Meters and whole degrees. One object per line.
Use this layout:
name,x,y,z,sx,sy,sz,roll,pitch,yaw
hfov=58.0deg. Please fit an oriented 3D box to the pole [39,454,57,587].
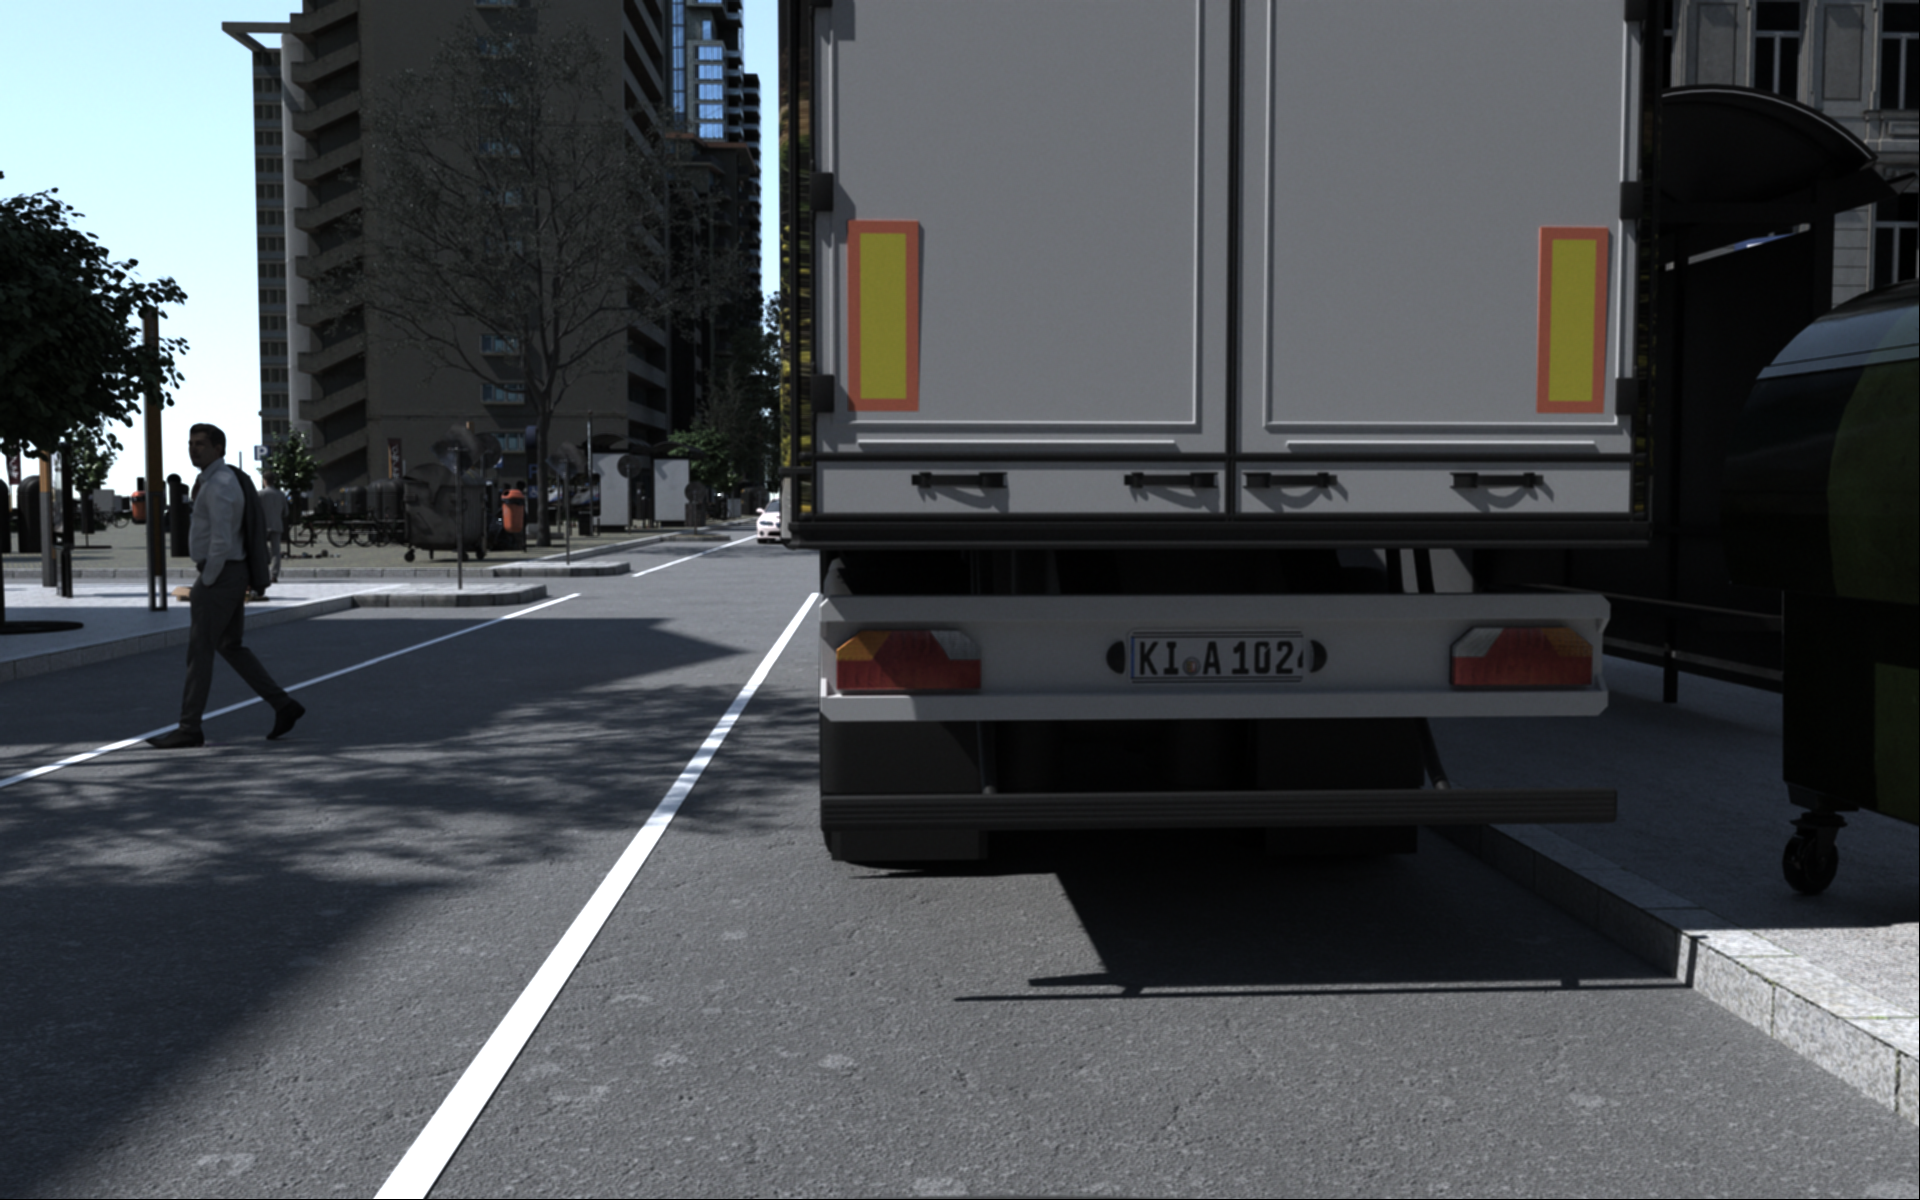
pole,-12.574,-1.837,23.872,0.158,3.312,0.155,0,3,0

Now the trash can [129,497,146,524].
trash can,-34.911,-3.794,73.688,0.748,1.137,0.748,0,3,0

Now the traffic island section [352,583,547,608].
traffic island section,-6.758,-0.065,23.346,2.009,0.180,2.903,0,4,-2

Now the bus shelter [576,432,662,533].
bus shelter,-11.706,-4.013,59.536,2.014,3.302,5.546,0,4,-3

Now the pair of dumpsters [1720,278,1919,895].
pair of dumpsters,3.347,-0.062,3.512,1.574,2.255,4.437,0,4,-2

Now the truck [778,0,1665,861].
truck,0.394,-1.305,10.247,2.839,4.237,11.283,0,4,-3

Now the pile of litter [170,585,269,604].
pile of litter,-8.883,-0.420,20.828,1.176,0.858,1.719,-1,4,-8

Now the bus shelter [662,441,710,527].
bus shelter,-11.282,-4.612,69.334,2.014,3.302,5.546,0,4,-2

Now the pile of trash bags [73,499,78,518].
pile of trash bags,-44.657,-4.638,85.584,1.912,1.369,3.447,-2,4,-27

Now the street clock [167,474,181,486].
street clock,-27.728,-3.460,61.144,0.471,2.002,0.358,-2,4,-26

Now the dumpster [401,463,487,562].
dumpster,-9.907,-1.683,33.272,1.264,1.857,1.865,0,4,-3

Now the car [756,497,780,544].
car,-4.975,-2.403,51.651,2.083,1.381,4.827,0,4,-1

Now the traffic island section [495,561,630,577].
traffic island section,-7.107,-0.553,31.324,2.009,0.180,2.903,0,4,-2

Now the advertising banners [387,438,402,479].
advertising banners,-17.287,-3.594,54.952,0.090,3.025,2.074,2,4,34

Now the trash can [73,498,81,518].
trash can,-35.782,-3.584,70.245,0.748,1.137,0.748,0,3,0

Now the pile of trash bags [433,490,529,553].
pile of trash bags,-10.559,-1.778,38.822,1.912,1.369,3.447,-3,4,-38

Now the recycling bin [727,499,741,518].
recycling bin,-12.295,-4.969,93.803,0.722,1.027,0.722,-2,4,-24

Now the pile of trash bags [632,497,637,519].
pile of trash bags,-17.211,-4.779,87.895,3.447,1.369,1.912,-2,4,-25

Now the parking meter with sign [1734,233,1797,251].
parking meter with sign,6.186,-0.979,12.274,1.738,3.016,0.543,-2,4,-35

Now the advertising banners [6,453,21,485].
advertising banners,-26.981,-3.333,50.681,2.074,3.025,0.090,0,4,5

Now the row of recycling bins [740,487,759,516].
row of recycling bins,-12.679,-5.980,104.879,1.069,1.692,3.534,-1,4,-12

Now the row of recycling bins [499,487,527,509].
row of recycling bins,-26.236,-5.701,100.322,3.534,1.692,1.069,-3,5,-42

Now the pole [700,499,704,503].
pole,-13.959,-6.108,93.716,0.158,3.312,0.155,0,3,0

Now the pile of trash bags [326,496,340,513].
pile of trash bags,-36.218,-5.679,102.607,3.447,1.369,1.912,2,4,30

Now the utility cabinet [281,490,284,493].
utility cabinet,-38.832,-5.543,99.311,1.173,1.500,0.318,2,4,24

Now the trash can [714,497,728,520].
trash can,-11.874,-4.555,86.135,0.748,1.137,0.748,0,3,0

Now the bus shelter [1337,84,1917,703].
bus shelter,3.603,-1.066,11.349,2.014,3.302,5.546,0,4,-2

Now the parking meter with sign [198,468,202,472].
parking meter with sign,-38.166,-5.663,88.853,0.543,3.016,1.738,2,4,27

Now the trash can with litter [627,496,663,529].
trash can with litter,-11.868,-3.254,64.253,1.678,1.210,2.233,1,4,12

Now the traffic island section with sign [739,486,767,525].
traffic island section with sign,-9.300,-4.435,81.136,1.989,1.847,2.006,0,4,-2

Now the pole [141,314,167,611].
pole,-8.830,-1.537,18.967,0.158,3.312,0.155,0,3,0

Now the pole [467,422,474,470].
pole,-13.855,-3.379,49.093,0.158,3.312,0.155,0,3,0

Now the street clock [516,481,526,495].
street clock,-23.882,-5.486,94.272,0.471,2.002,0.358,2,4,28

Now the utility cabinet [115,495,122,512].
utility cabinet,-45.535,-5.000,92.914,1.020,1.237,0.306,-2,4,-28

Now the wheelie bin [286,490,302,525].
wheelie bin,-27.433,-3.873,71.227,0.693,1.594,0.980,-2,4,-29

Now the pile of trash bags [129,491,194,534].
pile of trash bags,-26.041,-2.925,57.573,1.912,1.369,3.447,2,4,23

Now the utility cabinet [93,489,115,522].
utility cabinet,-39.577,-4.347,79.745,1.173,1.500,0.318,-1,4,-8

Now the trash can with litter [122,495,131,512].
trash can with litter,-47.858,-5.456,100.262,1.678,1.210,2.233,2,4,27

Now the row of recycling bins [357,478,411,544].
row of recycling bins,-15.132,-2.381,46.042,1.069,1.692,3.534,-2,4,-27

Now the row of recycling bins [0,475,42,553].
row of recycling bins,-21.482,-1.863,37.573,3.534,1.692,1.069,-1,4,-12

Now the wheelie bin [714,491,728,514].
wheelie bin,-13.992,-5.731,101.609,0.980,1.594,0.693,1,4,16

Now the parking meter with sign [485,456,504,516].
parking meter with sign,-21.114,-5.000,78.018,0.543,3.016,1.738,0,4,6

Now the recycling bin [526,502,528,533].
recycling bin,-14.184,-2.671,56.225,0.722,1.027,0.722,0,4,6

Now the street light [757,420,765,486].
street light,-12.457,-8.282,108.192,0.468,5.910,1.993,0,4,-2

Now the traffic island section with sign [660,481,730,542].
traffic island section with sign,-8.073,-2.715,53.011,1.989,1.847,2.006,0,4,-2

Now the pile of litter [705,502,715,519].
pile of litter,-13.332,-4.735,91.377,1.176,0.858,1.719,3,5,41

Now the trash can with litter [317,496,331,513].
trash can with litter,-29.196,-4.205,80.136,1.055,1.170,0.624,1,4,15

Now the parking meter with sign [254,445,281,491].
parking meter with sign,-24.920,-4.069,62.792,0.543,3.016,1.738,0,4,1

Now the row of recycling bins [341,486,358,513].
row of recycling bins,-29.703,-4.946,87.978,1.069,1.692,3.534,1,4,19

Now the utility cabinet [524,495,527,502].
utility cabinet,-23.447,-5.138,95.175,1.020,1.237,0.306,-1,4,-9

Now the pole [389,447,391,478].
pole,-22.872,-4.644,69.774,0.158,3.312,0.155,0,3,0
